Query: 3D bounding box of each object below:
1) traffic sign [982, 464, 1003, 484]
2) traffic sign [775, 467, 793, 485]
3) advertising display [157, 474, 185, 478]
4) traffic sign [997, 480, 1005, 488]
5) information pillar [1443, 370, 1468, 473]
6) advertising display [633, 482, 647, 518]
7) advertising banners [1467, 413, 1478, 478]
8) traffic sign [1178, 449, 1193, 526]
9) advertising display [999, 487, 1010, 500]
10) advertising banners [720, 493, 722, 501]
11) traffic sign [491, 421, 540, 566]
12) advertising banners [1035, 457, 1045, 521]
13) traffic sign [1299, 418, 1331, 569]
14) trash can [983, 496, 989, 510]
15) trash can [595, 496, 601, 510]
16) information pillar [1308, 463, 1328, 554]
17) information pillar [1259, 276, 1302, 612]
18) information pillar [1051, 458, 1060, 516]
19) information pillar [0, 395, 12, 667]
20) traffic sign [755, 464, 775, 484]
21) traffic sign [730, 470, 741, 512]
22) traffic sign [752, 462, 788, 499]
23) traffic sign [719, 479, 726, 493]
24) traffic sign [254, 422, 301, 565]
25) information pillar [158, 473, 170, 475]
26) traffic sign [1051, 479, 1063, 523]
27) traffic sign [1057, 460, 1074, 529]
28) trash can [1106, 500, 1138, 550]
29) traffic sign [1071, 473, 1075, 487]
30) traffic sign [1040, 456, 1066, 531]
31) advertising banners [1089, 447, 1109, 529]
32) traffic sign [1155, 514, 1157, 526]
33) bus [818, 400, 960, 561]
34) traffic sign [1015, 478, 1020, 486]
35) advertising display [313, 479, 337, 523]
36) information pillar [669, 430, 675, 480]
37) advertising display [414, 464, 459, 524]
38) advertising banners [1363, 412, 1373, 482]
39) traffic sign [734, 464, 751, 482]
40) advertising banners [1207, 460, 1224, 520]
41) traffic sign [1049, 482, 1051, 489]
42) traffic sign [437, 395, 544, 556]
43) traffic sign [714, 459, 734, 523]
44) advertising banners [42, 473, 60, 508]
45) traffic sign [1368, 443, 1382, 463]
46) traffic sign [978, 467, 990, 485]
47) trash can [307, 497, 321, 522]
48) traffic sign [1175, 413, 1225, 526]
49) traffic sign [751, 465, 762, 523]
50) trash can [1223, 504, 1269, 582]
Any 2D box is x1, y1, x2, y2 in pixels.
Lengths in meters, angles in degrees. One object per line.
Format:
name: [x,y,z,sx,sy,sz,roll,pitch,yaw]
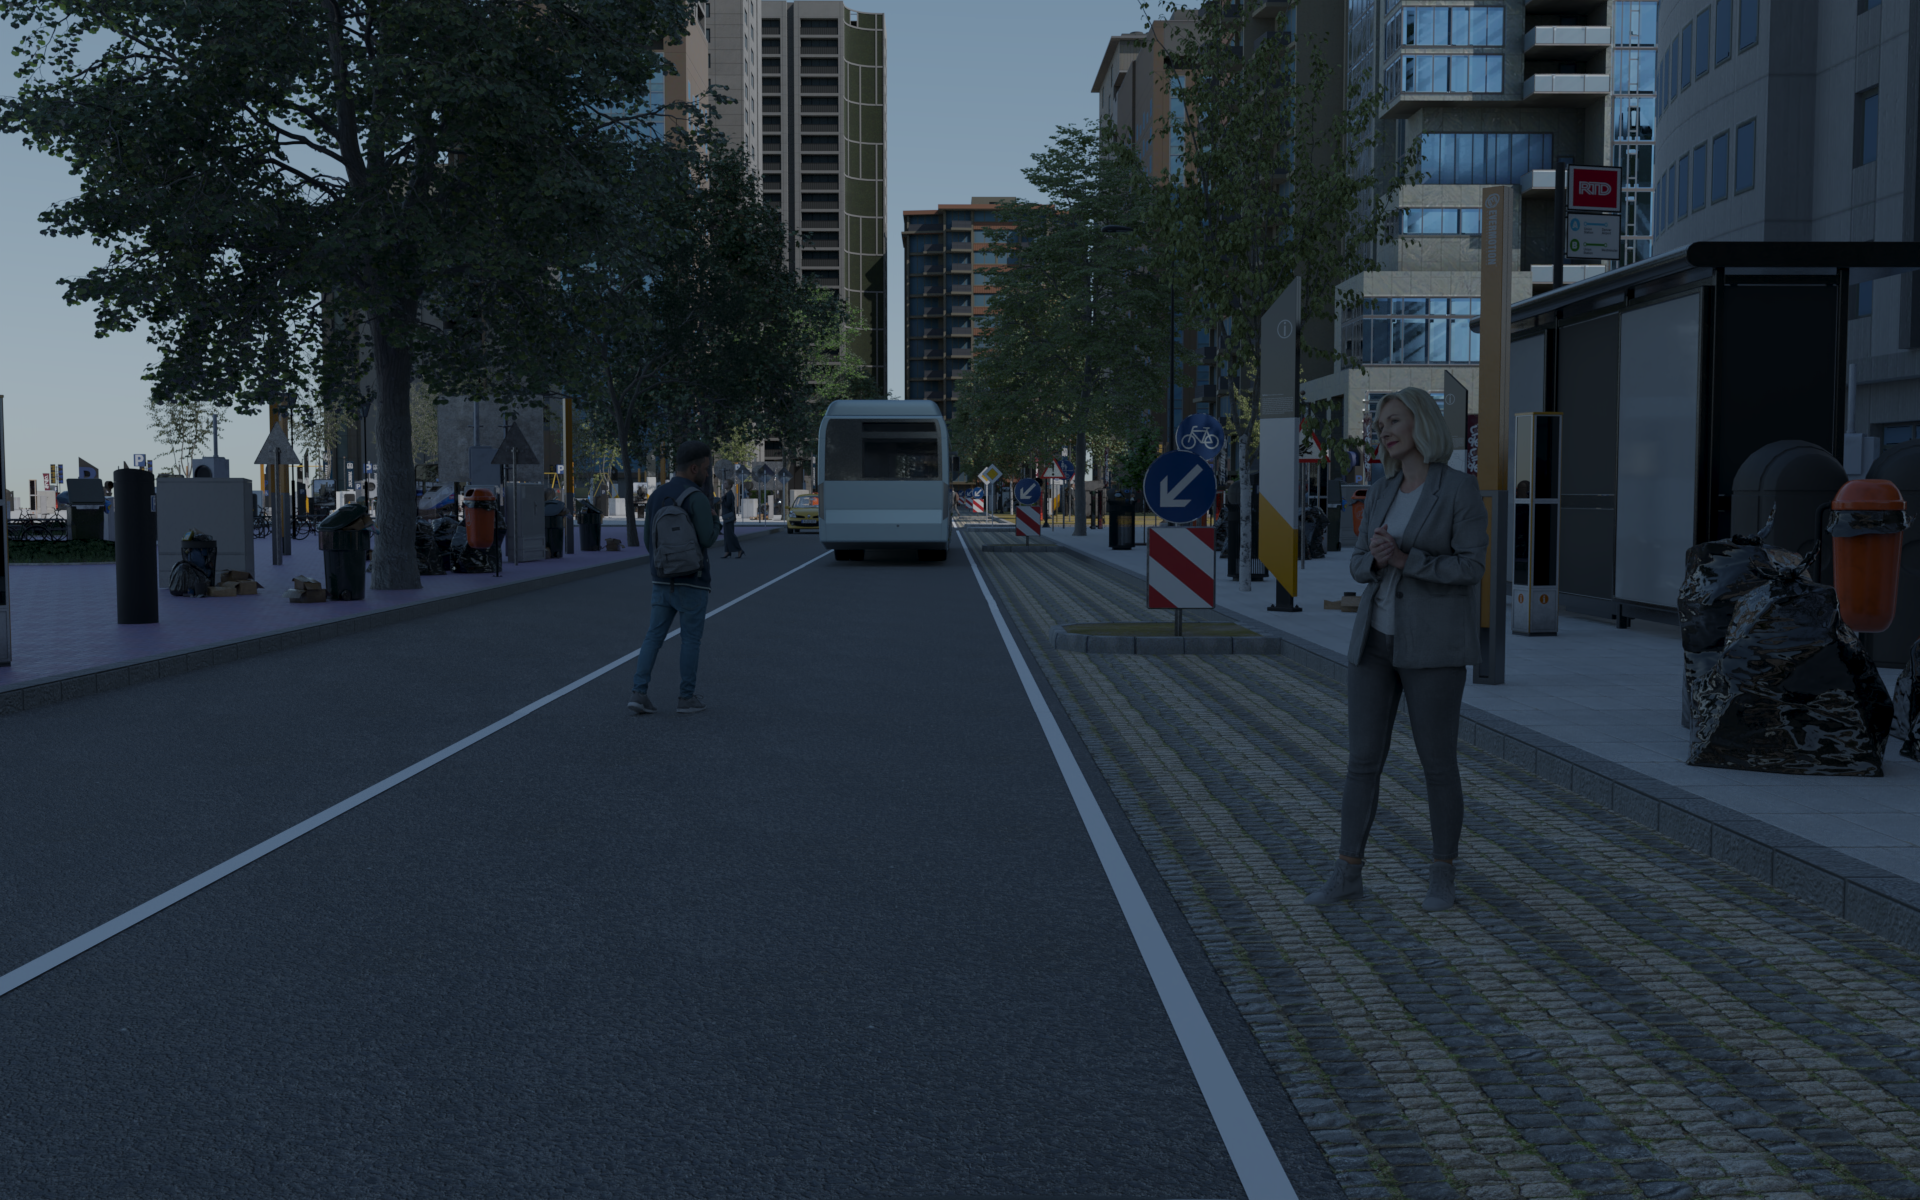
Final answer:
traffic sign: [1.257,-3.908,66.086,0.795,2.593,0.064,0,4,-1]
traffic sign: [-7.530,-4.391,73.991,0.795,2.593,0.064,0,4,-1]
advertising display: [-25.857,-3.155,56.797,0.974,1.923,0.123,1,4,15]
traffic sign: [3.435,-9.074,148.468,0.768,2.556,0.104,0,4,4]
information pillar: [9.277,-2.518,32.521,0.183,3.616,0.504,-3,5,-42]
advertising display: [-16.883,-5.283,91.587,0.974,1.923,0.123,-2,4,-35]
advertising banners: [11.925,-2.533,37.599,2.074,3.025,0.090,0,4,4]
traffic sign: [4.889,-2.107,36.578,0.606,2.300,0.079,0,4,6]
advertising display: [3.821,-8.724,147.852,0.974,1.923,0.123,-2,4,-24]
advertising banners: [-17.107,-8.029,127.458,0.090,3.025,2.074,-2,4,-35]
traffic sign: [-7.967,-1.898,31.033,0.884,2.594,0.081,0,4,1]
advertising banners: [3.873,-5.283,82.562,0.090,3.025,2.074,1,4,20]
traffic sign: [5.856,-1.805,29.516,0.884,2.594,0.081,0,4,8]
trash can: [2.179,-7.762,138.561,0.748,1.137,0.748,0,3,0]
trash can: [-24.474,-6.488,117.726,0.748,1.137,0.748,0,3,0]
information pillar: [7.620,-1.981,36.881,0.304,2.012,0.304,-3,4,-37]
information pillar: [3.497,-1.685,18.904,0.183,3.616,0.504,-3,5,-42]
information pillar: [5.614,-6.772,102.080,0.504,3.616,0.183,0,4,8]
information pillar: [-7.257,-0.507,12.781,0.304,2.012,0.304,2,4,30]
traffic sign: [-7.437,-3.903,66.006,0.795,2.593,0.064,0,4,-1]
traffic sign: [-11.741,-5.529,90.509,0.768,2.556,0.104,0,4,2]
traffic sign: [-11.871,-6.994,108.230,2.265,3.308,0.079,0,4,1]
traffic sign: [-12.567,-5.670,92.809,0.768,2.556,0.104,0,4,6]
traffic sign: [-12.255,-1.902,31.096,0.884,2.594,0.081,0,4,6]
information pillar: [-28.004,-3.455,60.978,0.304,2.012,0.304,-3,5,-44]
traffic sign: [4.364,-4.639,77.985,0.606,2.300,0.079,0,4,5]
traffic sign: [3.849,-3.920,64.194,0.768,2.556,0.104,0,4,1]
trash can: [3.720,-1.719,39.767,0.748,1.137,0.748,0,3,0]
traffic sign: [7.036,-6.513,106.485,0.884,2.594,0.081,0,4,0]
traffic sign: [3.191,-3.634,59.417,0.884,2.594,0.081,0,4,2]
advertising banners: [5.145,-4.125,63.626,0.090,3.025,2.074,2,4,24]
traffic sign: [7.030,-3.671,62.142,0.606,2.300,0.079,0,4,1]
bus: [-1.485,-2.790,40.478,2.948,3.499,13.247,0,3,0]
traffic sign: [4.303,-7.433,121.540,0.884,2.594,0.081,0,4,6]
advertising display: [-27.171,-4.213,74.098,0.974,1.923,0.123,0,4,4]
information pillar: [-10.478,-4.390,63.138,0.183,3.616,0.504,-2,4,-23]
advertising display: [-11.103,-1.929,36.746,0.974,1.923,0.123,1,4,14]
advertising banners: [8.849,-2.463,36.460,0.090,3.025,2.074,0,4,-7]
traffic sign: [-9.594,-4.687,76.362,0.795,2.593,0.064,0,4,4]
advertising banners: [11.936,-5.107,79.692,2.074,3.025,0.090,2,4,32]
traffic sign: [7.282,-8.592,142.604,0.606,2.300,0.079,0,4,2]
traffic sign: [-9.650,-2.552,35.601,2.265,3.308,0.079,0,4,7]
traffic sign: [-8.592,-3.848,63.021,0.768,2.556,0.104,0,4,8]
advertising banners: [-75.435,-9.082,144.675,2.074,3.025,0.090,-2,4,-27]
traffic sign: [7.495,-1.832,29.958,0.884,2.594,0.081,1,4,8]
traffic sign: [1.164,-4.396,74.070,0.795,2.593,0.064,0,4,-1]
trash can: [-29.900,-4.201,80.335,0.748,1.137,0.748,0,3,0]
traffic sign: [3.768,-1.661,27.270,0.768,2.556,0.104,0,4,2]
traffic sign: [-8.852,-4.674,76.523,0.768,2.556,0.104,0,4,6]
trash can: [4.259,-0.851,25.573,0.748,1.137,0.748,0,3,0]
